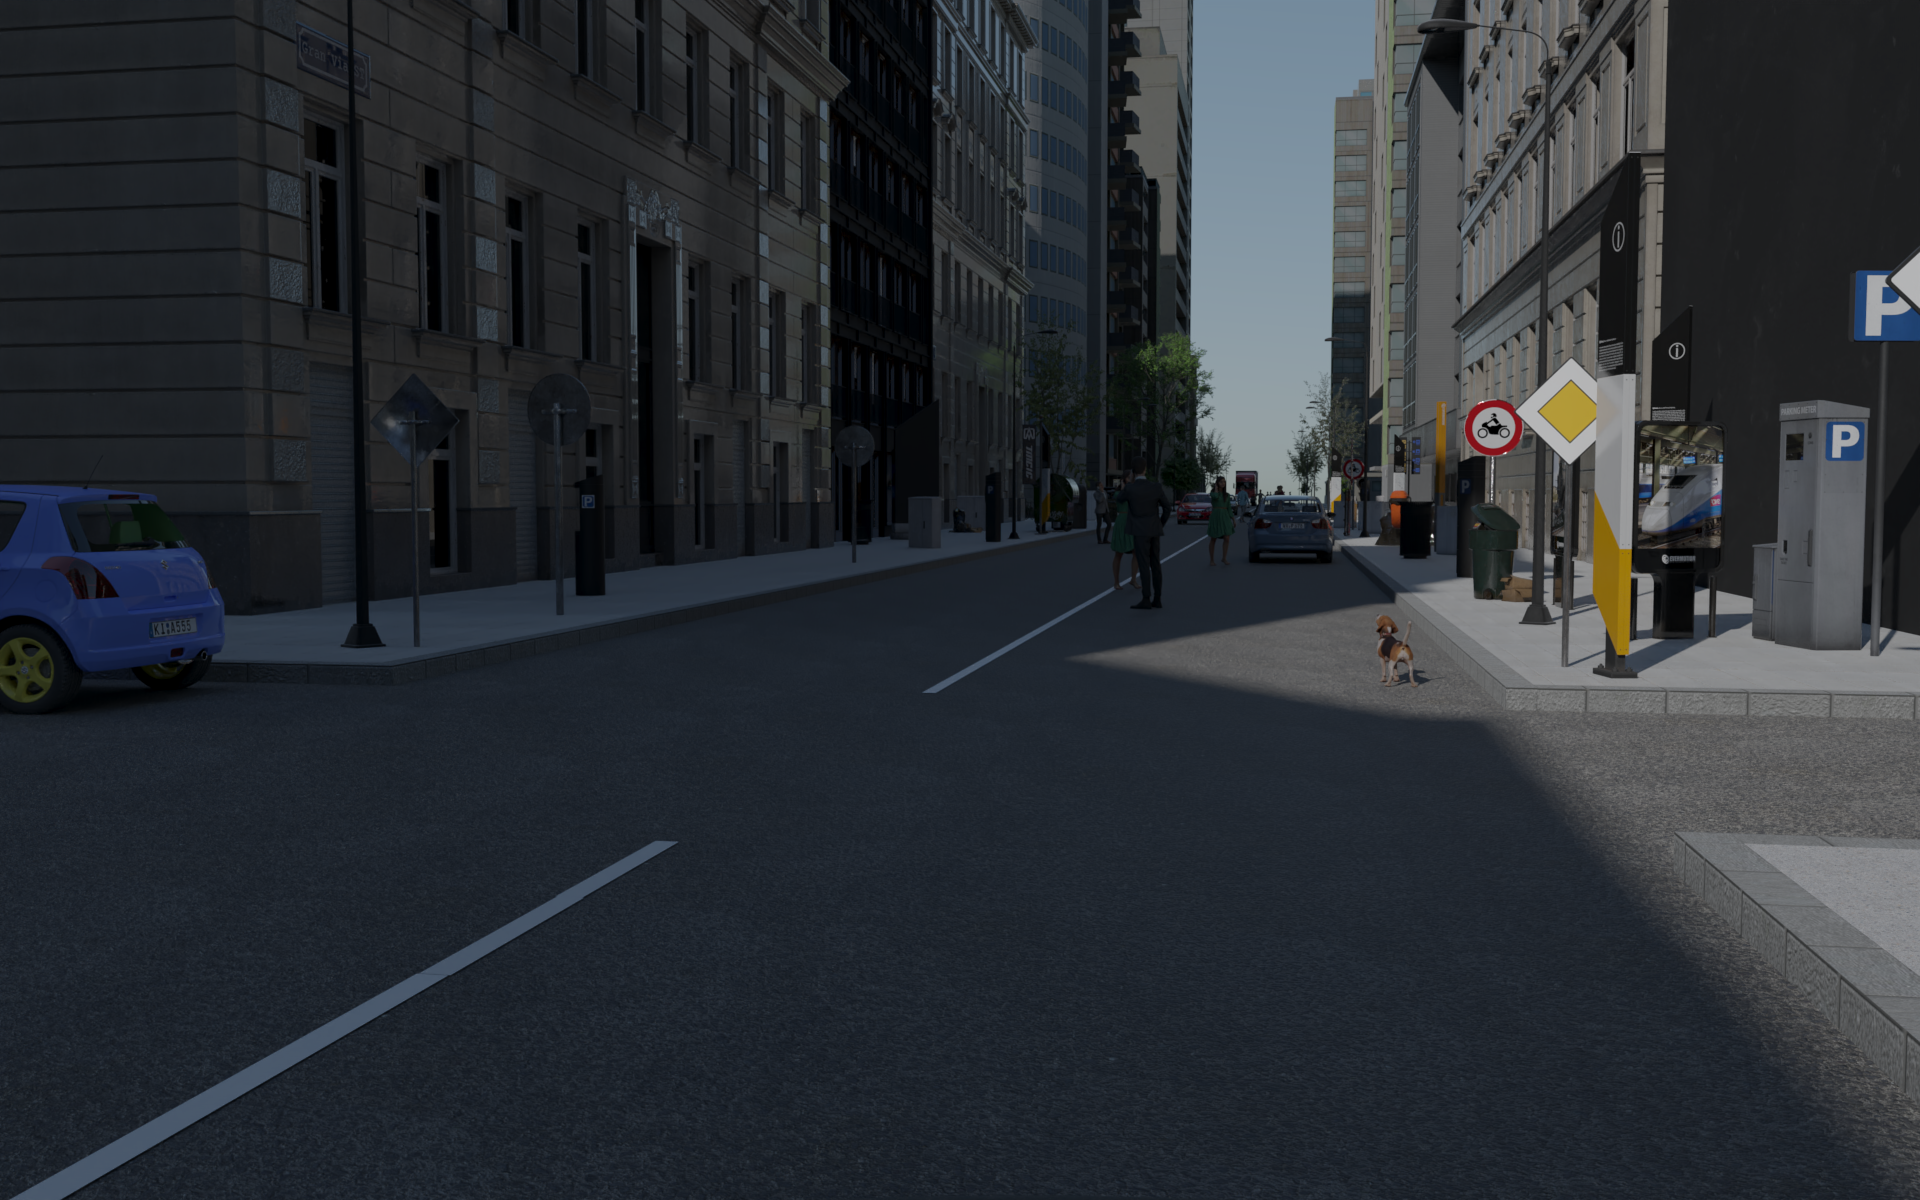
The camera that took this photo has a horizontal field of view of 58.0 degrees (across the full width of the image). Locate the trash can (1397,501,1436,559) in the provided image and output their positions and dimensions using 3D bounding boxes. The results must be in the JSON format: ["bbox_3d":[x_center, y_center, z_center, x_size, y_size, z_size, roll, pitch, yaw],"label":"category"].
[{"bbox_3d":[9.042,-1.390,34.372,0.748,1.137,0.748,0,3,0],"label":"trash can"}]

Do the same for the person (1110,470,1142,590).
[{"bbox_3d":[2.513,-1.053,25.959,0.600,1.795,0.529,-2,4,-34],"label":"person"}]

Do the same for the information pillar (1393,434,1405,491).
[{"bbox_3d":[17.130,-4.665,67.624,0.504,3.616,0.183,-2,4,-25],"label":"information pillar"}]

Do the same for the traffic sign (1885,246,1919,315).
[{"bbox_3d":[3.029,-0.079,4.931,0.795,2.450,0.064,1,4,10],"label":"traffic sign"}]

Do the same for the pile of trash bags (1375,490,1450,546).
[{"bbox_3d":[11.221,-2.034,43.013,1.912,1.369,3.447,2,4,25],"label":"pile of trash bags"}]

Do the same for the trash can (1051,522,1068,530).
[{"bbox_3d":[3.533,-3.035,61.270,0.748,1.137,0.748,0,3,0],"label":"trash can"}]

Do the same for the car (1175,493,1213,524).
[{"bbox_3d":[11.406,-4.509,82.755,2.155,1.783,4.494,1,4,12],"label":"car"}]

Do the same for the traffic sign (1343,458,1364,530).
[{"bbox_3d":[14.089,-3.788,62.038,0.768,2.556,0.104,1,4,15],"label":"traffic sign"}]

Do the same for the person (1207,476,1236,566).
[{"bbox_3d":[5.210,-1.587,34.696,0.600,1.795,0.529,-2,4,-27],"label":"person"}]

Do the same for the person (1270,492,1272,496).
[{"bbox_3d":[41.231,-13.555,230.648,0.617,1.759,0.750,-3,5,-40],"label":"person"}]

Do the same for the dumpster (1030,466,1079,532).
[{"bbox_3d":[3.237,-3.476,59.325,1.502,2.255,1.985,1,4,10],"label":"dumpster"}]

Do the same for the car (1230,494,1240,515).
[{"bbox_3d":[18.076,-6.623,118.080,2.009,1.686,4.222,1,4,9],"label":"car"}]

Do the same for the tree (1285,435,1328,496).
[{"bbox_3d":[44.361,-16.757,224.342,4.737,8.622,4.395,0,3,0],"label":"tree"}]

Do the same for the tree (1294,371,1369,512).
[{"bbox_3d":[22.194,-9.346,103.176,4.360,8.622,3.978,0,3,0],"label":"tree"}]

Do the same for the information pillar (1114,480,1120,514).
[{"bbox_3d":[7.961,-5.078,87.516,0.304,2.012,0.304,-3,5,-40],"label":"information pillar"}]

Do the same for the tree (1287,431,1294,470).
[{"bbox_3d":[36.803,-14.286,183.934,4.360,8.622,3.978,0,3,0],"label":"tree"}]

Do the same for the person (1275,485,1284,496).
[{"bbox_3d":[14.269,-4.212,77.341,0.573,1.828,0.580,-1,4,-22],"label":"person"}]

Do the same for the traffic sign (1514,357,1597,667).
[{"bbox_3d":[4.483,-0.559,12.783,0.795,2.450,0.064,1,4,10],"label":"traffic sign"}]

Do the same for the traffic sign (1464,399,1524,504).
[{"bbox_3d":[7.174,-1.421,23.337,0.768,2.556,0.104,1,4,17],"label":"traffic sign"}]

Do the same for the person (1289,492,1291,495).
[{"bbox_3d":[36.969,-11.323,194.436,0.445,1.727,0.742,0,4,-8],"label":"person"}]

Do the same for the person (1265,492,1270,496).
[{"bbox_3d":[36.566,-12.055,206.304,0.721,1.736,1.217,-2,4,-32],"label":"person"}]

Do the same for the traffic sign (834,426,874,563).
[{"bbox_3d":[-1.977,-1.967,32.272,0.768,2.556,0.104,1,4,11],"label":"traffic sign"}]

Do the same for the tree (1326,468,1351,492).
[{"bbox_3d":[23.718,-7.013,109.271,1.663,3.219,1.824,0,3,0],"label":"tree"}]

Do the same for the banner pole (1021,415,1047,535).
[{"bbox_3d":[2.337,-3.960,54.760,0.863,3.779,0.401,-1,4,-17],"label":"banner pole"}]

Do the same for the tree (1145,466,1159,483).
[{"bbox_3d":[10.980,-6.706,104.243,1.663,3.219,1.824,0,3,0],"label":"tree"}]

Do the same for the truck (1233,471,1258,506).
[{"bbox_3d":[34.511,-13.436,208.599,2.839,4.237,11.283,1,4,11],"label":"truck"}]

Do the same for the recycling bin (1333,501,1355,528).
[{"bbox_3d":[14.602,-3.247,65.643,0.722,1.027,0.722,2,4,29],"label":"recycling bin"}]

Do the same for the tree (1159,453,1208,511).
[{"bbox_3d":[19.859,-10.207,150.605,4.285,4.588,4.351,0,3,0],"label":"tree"}]

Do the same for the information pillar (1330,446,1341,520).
[{"bbox_3d":[18.439,-5.725,84.962,0.504,3.616,0.183,-1,4,-12],"label":"information pillar"}]

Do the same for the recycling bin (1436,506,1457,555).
[{"bbox_3d":[10.592,-1.474,36.658,0.722,1.027,0.722,-2,4,-25],"label":"recycling bin"}]

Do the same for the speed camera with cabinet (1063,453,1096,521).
[{"bbox_3d":[5.550,-5.467,83.722,2.038,3.252,0.660,-1,4,-22],"label":"speed camera with cabinet"}]

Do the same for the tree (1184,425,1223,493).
[{"bbox_3d":[27.012,-14.668,190.176,4.360,8.622,3.978,0,3,0],"label":"tree"}]

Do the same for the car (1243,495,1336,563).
[{"bbox_3d":[7.111,-1.552,37.385,2.014,1.417,4.499,1,4,10],"label":"car"}]

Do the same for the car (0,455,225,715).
[{"bbox_3d":[-7.189,-0.159,12.199,3.694,1.707,1.945,1,4,9],"label":"car"}]

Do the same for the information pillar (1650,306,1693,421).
[{"bbox_3d":[8.936,-1.862,21.792,0.183,3.616,0.504,-3,5,-43],"label":"information pillar"}]

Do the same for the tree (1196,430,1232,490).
[{"bbox_3d":[29.312,-15.249,199.691,4.737,8.622,4.395,0,3,0],"label":"tree"}]

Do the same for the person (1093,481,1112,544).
[{"bbox_3d":[4.114,-2.517,49.834,0.592,1.802,0.473,-2,4,-31],"label":"person"}]

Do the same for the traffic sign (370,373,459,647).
[{"bbox_3d":[-4.554,-0.662,14.471,0.795,2.450,0.064,1,4,10],"label":"traffic sign"}]

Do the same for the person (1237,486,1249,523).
[{"bbox_3d":[13.981,-4.744,85.927,0.748,1.841,0.638,-3,5,-39],"label":"person"}]

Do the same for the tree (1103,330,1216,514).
[{"bbox_3d":[12.602,-11.242,109.570,9.928,11.665,9.643,0,3,0],"label":"tree"}]

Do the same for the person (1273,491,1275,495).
[{"bbox_3d":[43.170,-14.004,237.455,1.348,1.826,0.705,2,4,30],"label":"person"}]

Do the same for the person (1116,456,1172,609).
[{"bbox_3d":[2.283,-0.844,21.663,0.648,1.900,0.474,-2,4,-29],"label":"person"}]

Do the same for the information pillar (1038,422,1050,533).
[{"bbox_3d":[2.766,-3.982,56.460,0.183,3.616,0.504,-2,4,-29],"label":"information pillar"}]

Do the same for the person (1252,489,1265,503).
[{"bbox_3d":[24.692,-8.194,142.477,1.348,1.824,0.705,2,4,29],"label":"person"}]

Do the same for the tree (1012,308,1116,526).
[{"bbox_3d":[3.876,-7.219,68.399,4.737,8.622,4.395,0,3,0],"label":"tree"}]

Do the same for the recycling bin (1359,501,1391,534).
[{"bbox_3d":[13.528,-2.667,56.156,0.722,1.027,0.722,3,5,41],"label":"recycling bin"}]

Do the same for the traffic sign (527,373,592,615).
[{"bbox_3d":[-4.239,-1.111,18.279,0.768,2.556,0.104,1,4,18],"label":"traffic sign"}]

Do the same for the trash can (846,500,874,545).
[{"bbox_3d":[-2.540,-1.973,43.911,0.748,1.137,0.748,0,3,0],"label":"trash can"}]

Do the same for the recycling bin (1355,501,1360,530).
[{"bbox_3d":[14.525,-2.979,61.262,0.722,1.027,0.722,2,4,29],"label":"recycling bin"}]

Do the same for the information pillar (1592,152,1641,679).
[{"bbox_3d":[4.612,-1.274,12.178,0.183,3.616,0.504,0,4,-1],"label":"information pillar"}]

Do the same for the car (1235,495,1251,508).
[{"bbox_3d":[29.184,-10.247,179.893,2.083,1.381,4.827,1,4,10],"label":"car"}]

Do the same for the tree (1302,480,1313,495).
[{"bbox_3d":[43.265,-13.635,217.535,1.663,3.219,1.824,0,3,0],"label":"tree"}]
